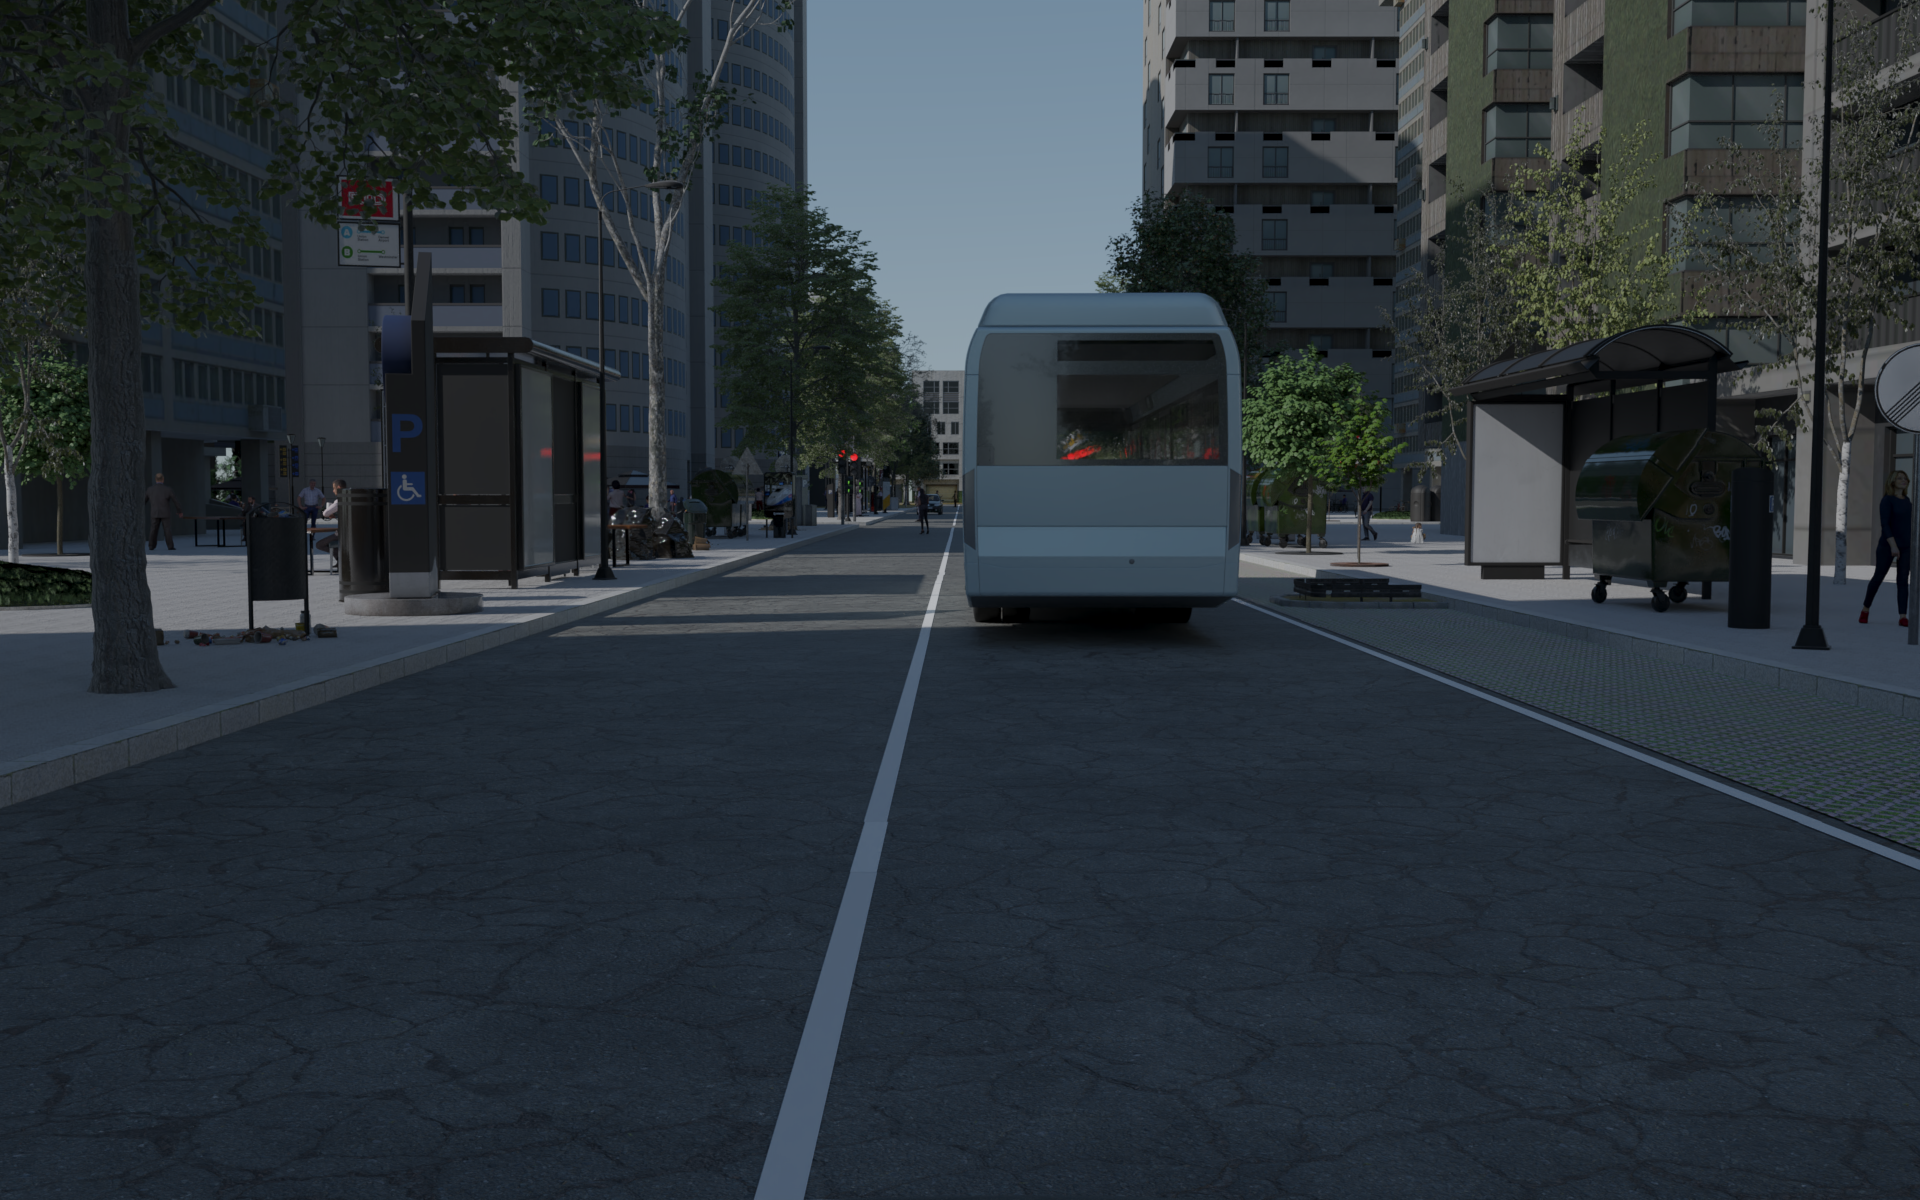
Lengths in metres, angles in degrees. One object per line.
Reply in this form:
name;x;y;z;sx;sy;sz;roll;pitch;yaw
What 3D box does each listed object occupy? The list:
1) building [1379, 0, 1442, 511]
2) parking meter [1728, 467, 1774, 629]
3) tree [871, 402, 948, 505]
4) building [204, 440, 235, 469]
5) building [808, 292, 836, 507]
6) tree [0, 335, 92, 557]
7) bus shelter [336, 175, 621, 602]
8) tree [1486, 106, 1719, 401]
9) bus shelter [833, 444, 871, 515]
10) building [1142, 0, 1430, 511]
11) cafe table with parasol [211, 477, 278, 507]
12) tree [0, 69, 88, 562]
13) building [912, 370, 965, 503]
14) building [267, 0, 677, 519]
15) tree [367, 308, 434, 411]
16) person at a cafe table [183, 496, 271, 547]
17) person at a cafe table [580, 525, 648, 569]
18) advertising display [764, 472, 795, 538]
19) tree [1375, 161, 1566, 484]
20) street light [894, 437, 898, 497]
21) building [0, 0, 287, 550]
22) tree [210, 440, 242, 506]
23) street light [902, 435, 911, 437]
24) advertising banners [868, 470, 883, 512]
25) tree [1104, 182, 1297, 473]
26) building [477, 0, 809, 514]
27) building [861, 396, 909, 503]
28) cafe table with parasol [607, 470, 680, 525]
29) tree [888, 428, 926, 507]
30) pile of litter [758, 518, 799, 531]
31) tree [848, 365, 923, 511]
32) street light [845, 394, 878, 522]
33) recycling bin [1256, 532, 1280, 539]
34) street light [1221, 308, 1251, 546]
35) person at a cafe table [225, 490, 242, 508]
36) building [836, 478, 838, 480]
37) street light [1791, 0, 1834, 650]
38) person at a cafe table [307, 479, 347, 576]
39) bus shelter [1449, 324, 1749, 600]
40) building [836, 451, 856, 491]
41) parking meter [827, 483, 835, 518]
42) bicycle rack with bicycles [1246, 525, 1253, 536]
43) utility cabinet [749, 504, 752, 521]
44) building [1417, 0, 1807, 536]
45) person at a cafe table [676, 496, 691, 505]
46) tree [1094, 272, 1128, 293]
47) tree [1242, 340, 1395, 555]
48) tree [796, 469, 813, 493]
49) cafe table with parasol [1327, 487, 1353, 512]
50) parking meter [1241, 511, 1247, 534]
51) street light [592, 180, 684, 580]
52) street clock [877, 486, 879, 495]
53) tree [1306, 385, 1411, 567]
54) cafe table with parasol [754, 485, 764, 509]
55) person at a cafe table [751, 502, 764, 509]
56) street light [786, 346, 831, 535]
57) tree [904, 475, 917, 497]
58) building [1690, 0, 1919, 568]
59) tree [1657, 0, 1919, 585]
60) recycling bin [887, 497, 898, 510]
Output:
building;40.552;-25.267;104.996;23.993;40.220;32.217;0;3;0
parking meter;7.570;-0.499;16.575;0.372;1.533;0.369;0;3;0
tree;-6.236;-17.634;205.316;9.611;12.733;9.660;0;3;0
building;-49.184;-27.058;92.509;14.200;45.320;14.600;0;3;0
building;-27.473;-20.061;171.977;27.936;21.610;32.646;0;3;0
tree;-18.767;-3.192;35.903;4.285;4.588;4.351;0;3;0
bus shelter;-6.752;-2.871;24.578;2.179;5.291;8.768;0;3;0
tree;12.349;-5.107;33.858;4.737;8.622;4.395;0;3;0
bus shelter;-7.037;-8.202;111.742;2.179;5.291;8.768;0;3;0
building;29.541;-33.738;140.853;28.713;52.752;27.495;0;3;0
cafe table with parasol;-27.860;-3.814;67.219;2.610;1.966;2.610;-2;4;-23
tree;-15.391;-4.726;27.634;4.360;8.622;3.978;0;3;0
building;8.855;-23.815;255.824;31.486;18.905;16.747;0;3;0
building;-27.282;-34.310;102.965;21.231;58.520;28.212;0;3;0
tree;-21.352;-7.206;68.173;4.360;8.622;3.978;0;3;0
person at a cafe table;-17.796;-1.936;42.511;1.698;1.238;1.726;3;4;38
person at a cafe table;-6.563;-1.193;30.361;1.698;1.238;1.726;0;4;8
advertising display;-5.256;-2.764;50.413;0.974;1.923;0.123;2;4;24
tree;11.659;-5.423;39.031;4.360;8.622;3.978;0;3;0
street light;-4.737;-8.331;108.757;1.470;5.913;1.316;0;3;0
building;-33.089;-21.778;47.944;23.993;40.220;32.217;0;3;0
tree;-58.651;-14.278;135.261;13.155;14.587;18.604;-1;4;-15
street light;-4.608;-10.073;137.230;1.470;5.913;1.316;0;3;0
advertising banners;-6.258;-7.820;124.043;2.074;3.025;0.090;-1;4;-21
tree;8.134;-8.994;64.058;9.611;12.733;9.660;0;3;0
building;-23.966;-36.520;139.106;21.231;58.520;28.212;0;3;0
building;-23.482;-23.745;254.691;31.486;18.905;16.747;0;3;0
cafe table with parasol;-9.400;-2.752;49.864;2.610;1.966;2.610;1;4;10
tree;-5.949;-15.023;195.993;4.737;8.622;4.395;0;3;0
pile of litter;-6.293;-2.891;61.232;1.719;0.858;1.176;2;4;35
tree;-6.355;-12.466;129.575;9.928;11.665;9.643;0;3;0
street light;-4.659;-6.590;80.284;1.470;5.913;1.316;0;3;0
recycling bin;8.887;-2.276;49.772;0.722;1.027;0.722;0;4;8
street light;6.481;-4.290;42.690;1.470;5.913;1.316;0;3;0
person at a cafe table;-40.129;-5.315;95.417;1.698;1.524;1.622;-3;4;-36
building;-21.847;-20.646;193.989;16.016;20.091;11.380;0;3;0
street light;6.534;-2.549;14.217;1.470;5.913;1.316;0;3;0
person at a cafe table;-10.212;-1.174;27.716;1.622;1.524;1.698;0;4;3
bus shelter;8.376;-1.805;23.428;2.014;3.302;5.546;0;3;0
building;-27.367;-16.961;219.467;28.070;9.664;9.099;0;3;0
parking meter;-7.022;-5.407;94.112;0.399;1.863;0.255;1;4;14
bicycle rack with bicycles;7.920;-2.484;53.996;2.852;0.926;2.925;0;4;5
utility cabinet;-10.508;-4.497;82.202;1.173;1.500;0.318;-2;4;-27
building;22.408;-17.429;56.662;14.160;30.474;14.107;0;3;0
person at a cafe table;-14.637;-5.247;94.300;1.698;1.524;1.622;1;4;15
tree;7.852;-10.418;88.467;7.486;12.596;7.792;0;3;0
tree;7.489;-3.252;36.888;4.285;4.588;4.351;0;3;0
tree;-12.158;-8.532;134.104;1.663;3.219;1.824;0;3;0
cafe table with parasol;27.547;-7.473;127.054;2.610;1.966;2.610;0;4;2
parking meter;7.968;-2.499;49.274;0.372;1.533;0.369;0;3;0
street light;-4.793;-3.258;25.815;1.470;5.913;1.316;0;3;0
street clock;-7.173;-8.779;148.099;0.471;2.002;0.358;1;4;9
tree;7.131;-2.221;30.913;1.663;3.219;1.824;0;3;0
cafe table with parasol;-13.910;-7.319;124.523;2.610;1.966;2.610;1;4;12
person at a cafe table;-13.097;-6.670;117.576;1.698;1.524;1.622;1;4;11
street light;-4.742;-5.000;54.288;1.470;5.913;1.316;0;3;0
tree;-6.030;-17.098;229.911;4.360;8.622;3.978;0;3;0
building;25.471;-35.826;24.008;20.563;71.187;20.611;0;3;0
tree;12.470;-4.540;24.595;4.360;8.622;3.978;0;3;0
recycling bin;-5.321;-7.534;135.731;0.722;1.027;0.722;-3;5;-41
